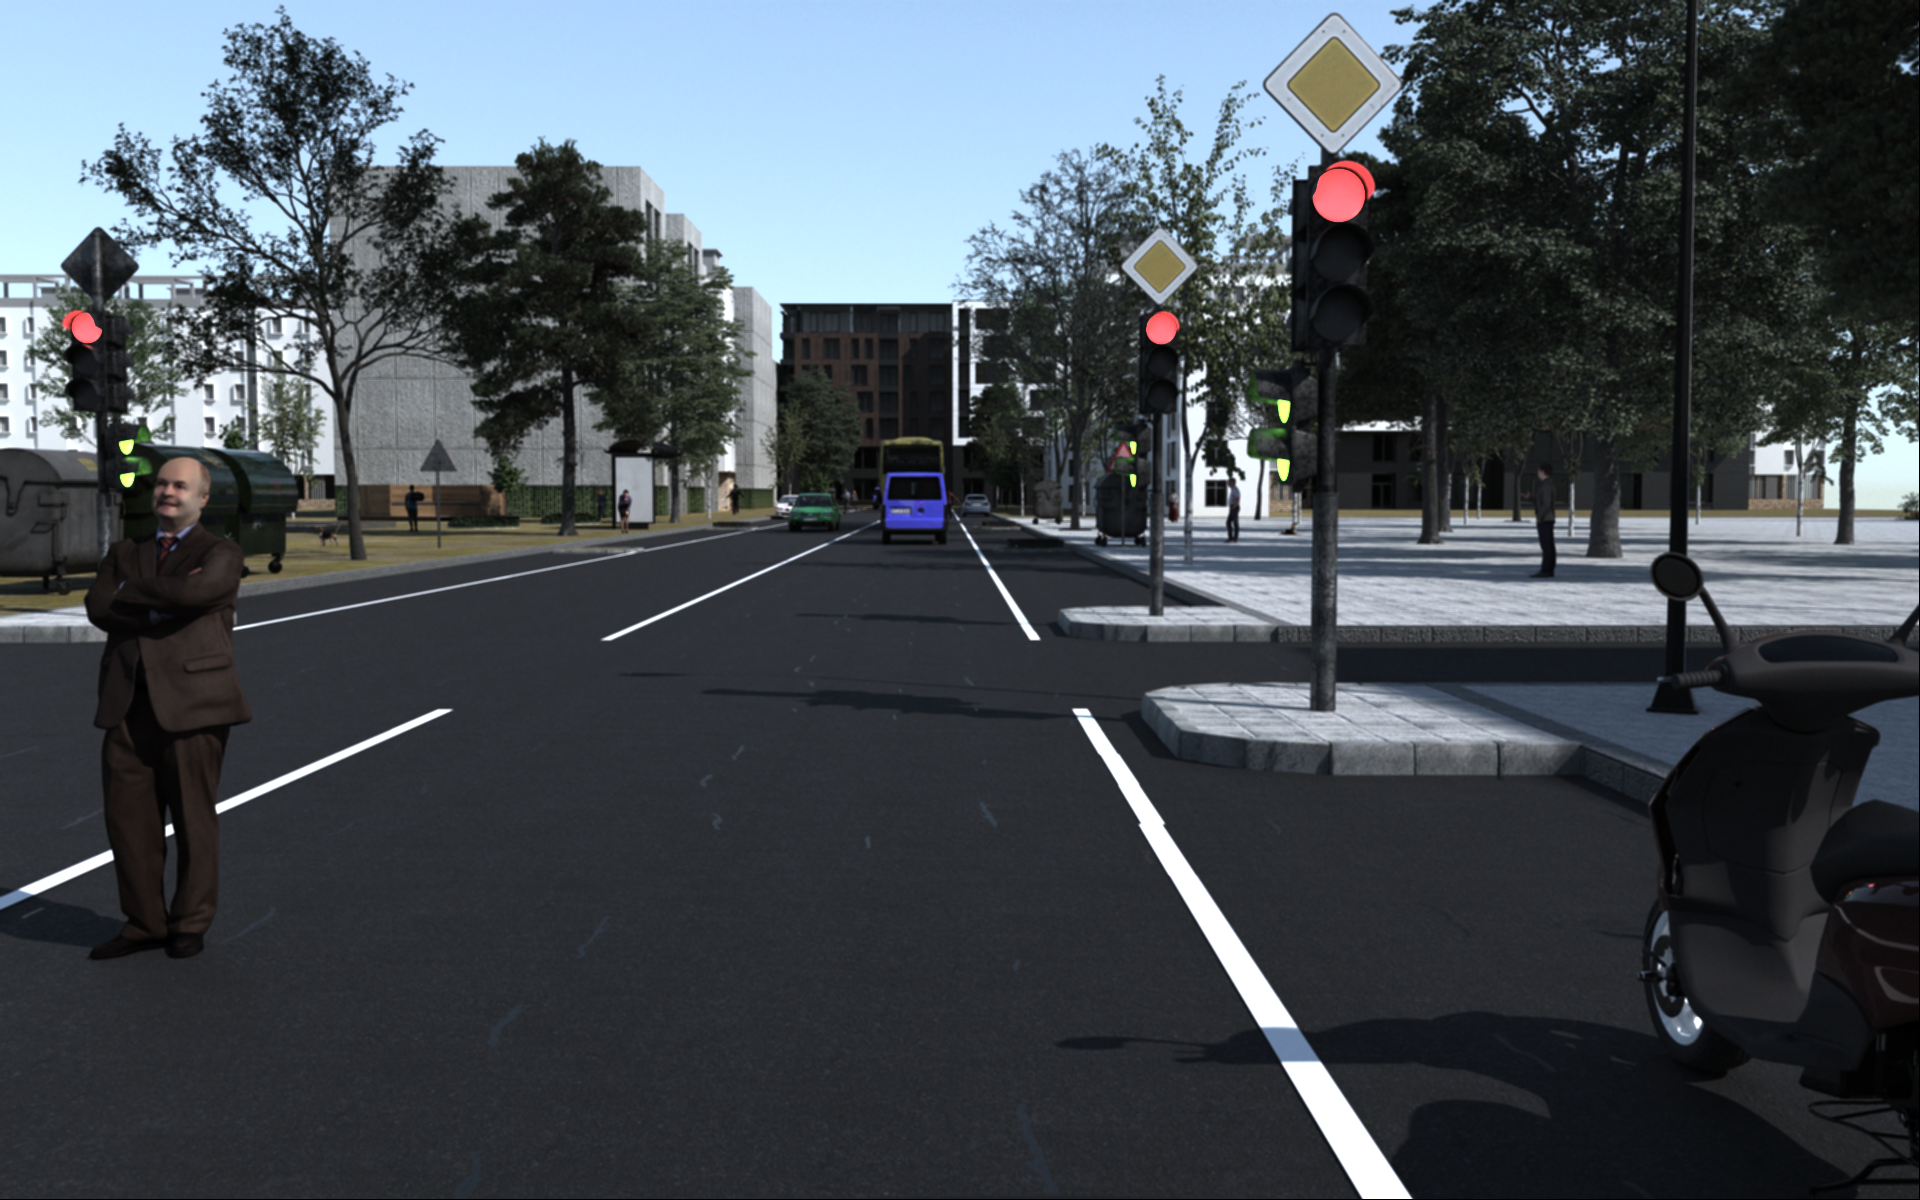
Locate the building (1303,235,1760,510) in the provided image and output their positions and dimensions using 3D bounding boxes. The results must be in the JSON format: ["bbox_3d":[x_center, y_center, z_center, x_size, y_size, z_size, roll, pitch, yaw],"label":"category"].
[{"bbox_3d":[47.223,-18.772,150.896,32.646,21.610,27.936,0,4,-1],"label":"building"}]

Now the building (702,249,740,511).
[{"bbox_3d":[-25.186,-16.821,131.436,16.016,20.091,11.380,0,4,-1],"label":"building"}]

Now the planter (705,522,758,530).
[{"bbox_3d":[-9.165,-2.972,69.738,1.991,0.319,1.994,0,4,-1],"label":"planter"}]

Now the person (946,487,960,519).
[{"bbox_3d":[-0.641,-5.480,98.040,1.348,1.831,0.705,1,4,20],"label":"person"}]

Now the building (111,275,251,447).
[{"bbox_3d":[-66.720,-18.355,156.526,11.380,20.091,16.016,0,4,-1],"label":"building"}]

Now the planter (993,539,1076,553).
[{"bbox_3d":[1.827,-1.345,43.136,1.991,0.319,1.994,0,4,-1],"label":"planter"}]

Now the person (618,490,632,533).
[{"bbox_3d":[-10.959,-2.899,56.670,0.421,1.427,0.697,-1,4,-20],"label":"person"}]

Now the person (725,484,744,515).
[{"bbox_3d":[-13.733,-6.127,105.845,1.348,1.869,0.705,1,4,22],"label":"person"}]

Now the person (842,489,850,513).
[{"bbox_3d":[-8.536,-7.353,128.590,0.709,1.838,0.599,3,5,40],"label":"person"}]

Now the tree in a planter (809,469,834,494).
[{"bbox_3d":[-9.673,-7.511,120.027,1.991,3.239,1.994,0,4,-1],"label":"tree in a planter"}]

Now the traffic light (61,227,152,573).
[{"bbox_3d":[-8.910,-1.760,18.017,0.839,4.213,0.868,0,4,-1],"label":"traffic light"}]

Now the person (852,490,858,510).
[{"bbox_3d":[-9.172,-8.704,151.343,0.617,1.759,0.750,-1,4,-20],"label":"person"}]

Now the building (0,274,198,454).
[{"bbox_3d":[-78.092,-18.302,155.657,11.380,20.091,16.016,0,4,-1],"label":"building"}]

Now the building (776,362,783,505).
[{"bbox_3d":[-35.516,-19.796,190.130,31.486,18.905,16.747,0,4,-1],"label":"building"}]

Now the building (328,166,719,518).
[{"bbox_3d":[-25.734,-14.856,109.361,16.747,18.905,31.486,0,4,-1],"label":"building"}]

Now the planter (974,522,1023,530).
[{"bbox_3d":[1.551,-3.026,70.617,1.991,0.319,1.994,0,4,-1],"label":"planter"}]

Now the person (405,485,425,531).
[{"bbox_3d":[-18.790,-3.166,59.669,0.647,1.594,0.662,-2,4,-27],"label":"person"}]

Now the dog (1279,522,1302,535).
[{"bbox_3d":[10.344,-2.233,54.241,0.550,0.427,0.748,-1,4,-15],"label":"dog"}]

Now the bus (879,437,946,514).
[{"bbox_3d":[-2.002,-5.034,73.849,2.896,3.916,12.252,0,4,-1],"label":"bus"}]

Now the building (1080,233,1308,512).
[{"bbox_3d":[16.993,-16.802,131.130,16.016,20.091,11.380,0,4,-1],"label":"building"}]

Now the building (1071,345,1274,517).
[{"bbox_3d":[12.928,-10.350,111.363,9.099,9.664,28.070,0,4,-1],"label":"building"}]

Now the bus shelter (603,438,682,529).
[{"bbox_3d":[-11.884,-4.364,65.277,2.014,3.302,5.546,0,4,-1],"label":"bus shelter"}]

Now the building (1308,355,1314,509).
[{"bbox_3d":[24.917,-18.383,156.984,11.380,20.091,16.016,0,4,-1],"label":"building"}]

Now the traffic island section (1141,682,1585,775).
[{"bbox_3d":[2.173,0.734,10.274,2.009,0.180,2.903,0,4,-1],"label":"traffic island section"}]

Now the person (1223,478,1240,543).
[{"bbox_3d":[7.114,-2.346,45.339,0.436,1.711,0.756,1,4,9],"label":"person"}]

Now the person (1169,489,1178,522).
[{"bbox_3d":[9.743,-4.308,78.947,0.387,1.526,0.523,-3,5,-40],"label":"person"}]

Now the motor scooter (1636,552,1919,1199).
[{"bbox_3d":[1.871,0.564,3.552,0.815,1.314,1.986,0,4,-1],"label":"motor scooter"}]

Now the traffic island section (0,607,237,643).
[{"bbox_3d":[-8.950,0.253,18.150,2.009,0.180,2.903,0,4,-1],"label":"traffic island section"}]

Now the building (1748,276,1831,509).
[{"bbox_3d":[69.176,-18.374,156.829,11.380,20.091,16.016,0,4,-1],"label":"building"}]

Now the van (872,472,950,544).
[{"bbox_3d":[-1.371,-2.861,51.167,2.240,2.365,5.245,0,4,-2],"label":"van"}]

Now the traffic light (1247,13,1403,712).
[{"bbox_3d":[2.133,-1.279,10.161,0.839,4.213,0.868,0,4,-1],"label":"traffic light"}]

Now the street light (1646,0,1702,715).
[{"bbox_3d":[3.684,-2.295,10.067,1.470,5.913,1.316,0,4,-1],"label":"street light"}]

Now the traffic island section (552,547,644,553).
[{"bbox_3d":[-8.878,-1.219,42.802,1.991,0.108,1.994,0,4,-1],"label":"traffic island section"}]

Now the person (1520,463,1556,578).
[{"bbox_3d":[8.904,-1.238,26.819,0.750,1.759,0.617,3,5,44],"label":"person"}]

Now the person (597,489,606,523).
[{"bbox_3d":[-15.746,-4.135,76.186,0.613,1.512,0.480,3,5,41],"label":"person"}]

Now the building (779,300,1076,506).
[{"bbox_3d":[-3.114,-21.553,196.361,32.646,21.610,27.936,0,4,-1],"label":"building"}]

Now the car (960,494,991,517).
[{"bbox_3d":[0.988,-6.008,110.238,2.014,1.417,4.499,0,4,-1],"label":"car"}]

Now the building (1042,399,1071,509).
[{"bbox_3d":[12.465,-12.780,151.092,9.099,9.664,28.070,0,4,-1],"label":"building"}]

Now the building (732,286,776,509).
[{"bbox_3d":[-33.418,-17.706,155.944,31.486,18.905,16.747,0,4,-1],"label":"building"}]

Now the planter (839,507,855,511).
[{"bbox_3d":[-9.947,-7.701,147.058,1.991,0.319,1.994,0,4,-1],"label":"planter"}]

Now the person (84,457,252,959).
[{"bbox_3d":[-2.447,0.330,5.380,0.482,1.546,0.388,0,4,7],"label":"person"}]

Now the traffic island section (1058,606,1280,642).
[{"bbox_3d":[2.091,0.246,18.258,2.009,0.180,2.903,0,4,-1],"label":"traffic island section"}]

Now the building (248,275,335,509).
[{"bbox_3d":[-54.855,-18.337,156.230,11.380,20.091,16.016,0,4,-1],"label":"building"}]

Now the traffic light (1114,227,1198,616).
[{"bbox_3d":[2.051,-1.768,18.145,0.839,4.213,0.868,0,4,-1],"label":"traffic light"}]
